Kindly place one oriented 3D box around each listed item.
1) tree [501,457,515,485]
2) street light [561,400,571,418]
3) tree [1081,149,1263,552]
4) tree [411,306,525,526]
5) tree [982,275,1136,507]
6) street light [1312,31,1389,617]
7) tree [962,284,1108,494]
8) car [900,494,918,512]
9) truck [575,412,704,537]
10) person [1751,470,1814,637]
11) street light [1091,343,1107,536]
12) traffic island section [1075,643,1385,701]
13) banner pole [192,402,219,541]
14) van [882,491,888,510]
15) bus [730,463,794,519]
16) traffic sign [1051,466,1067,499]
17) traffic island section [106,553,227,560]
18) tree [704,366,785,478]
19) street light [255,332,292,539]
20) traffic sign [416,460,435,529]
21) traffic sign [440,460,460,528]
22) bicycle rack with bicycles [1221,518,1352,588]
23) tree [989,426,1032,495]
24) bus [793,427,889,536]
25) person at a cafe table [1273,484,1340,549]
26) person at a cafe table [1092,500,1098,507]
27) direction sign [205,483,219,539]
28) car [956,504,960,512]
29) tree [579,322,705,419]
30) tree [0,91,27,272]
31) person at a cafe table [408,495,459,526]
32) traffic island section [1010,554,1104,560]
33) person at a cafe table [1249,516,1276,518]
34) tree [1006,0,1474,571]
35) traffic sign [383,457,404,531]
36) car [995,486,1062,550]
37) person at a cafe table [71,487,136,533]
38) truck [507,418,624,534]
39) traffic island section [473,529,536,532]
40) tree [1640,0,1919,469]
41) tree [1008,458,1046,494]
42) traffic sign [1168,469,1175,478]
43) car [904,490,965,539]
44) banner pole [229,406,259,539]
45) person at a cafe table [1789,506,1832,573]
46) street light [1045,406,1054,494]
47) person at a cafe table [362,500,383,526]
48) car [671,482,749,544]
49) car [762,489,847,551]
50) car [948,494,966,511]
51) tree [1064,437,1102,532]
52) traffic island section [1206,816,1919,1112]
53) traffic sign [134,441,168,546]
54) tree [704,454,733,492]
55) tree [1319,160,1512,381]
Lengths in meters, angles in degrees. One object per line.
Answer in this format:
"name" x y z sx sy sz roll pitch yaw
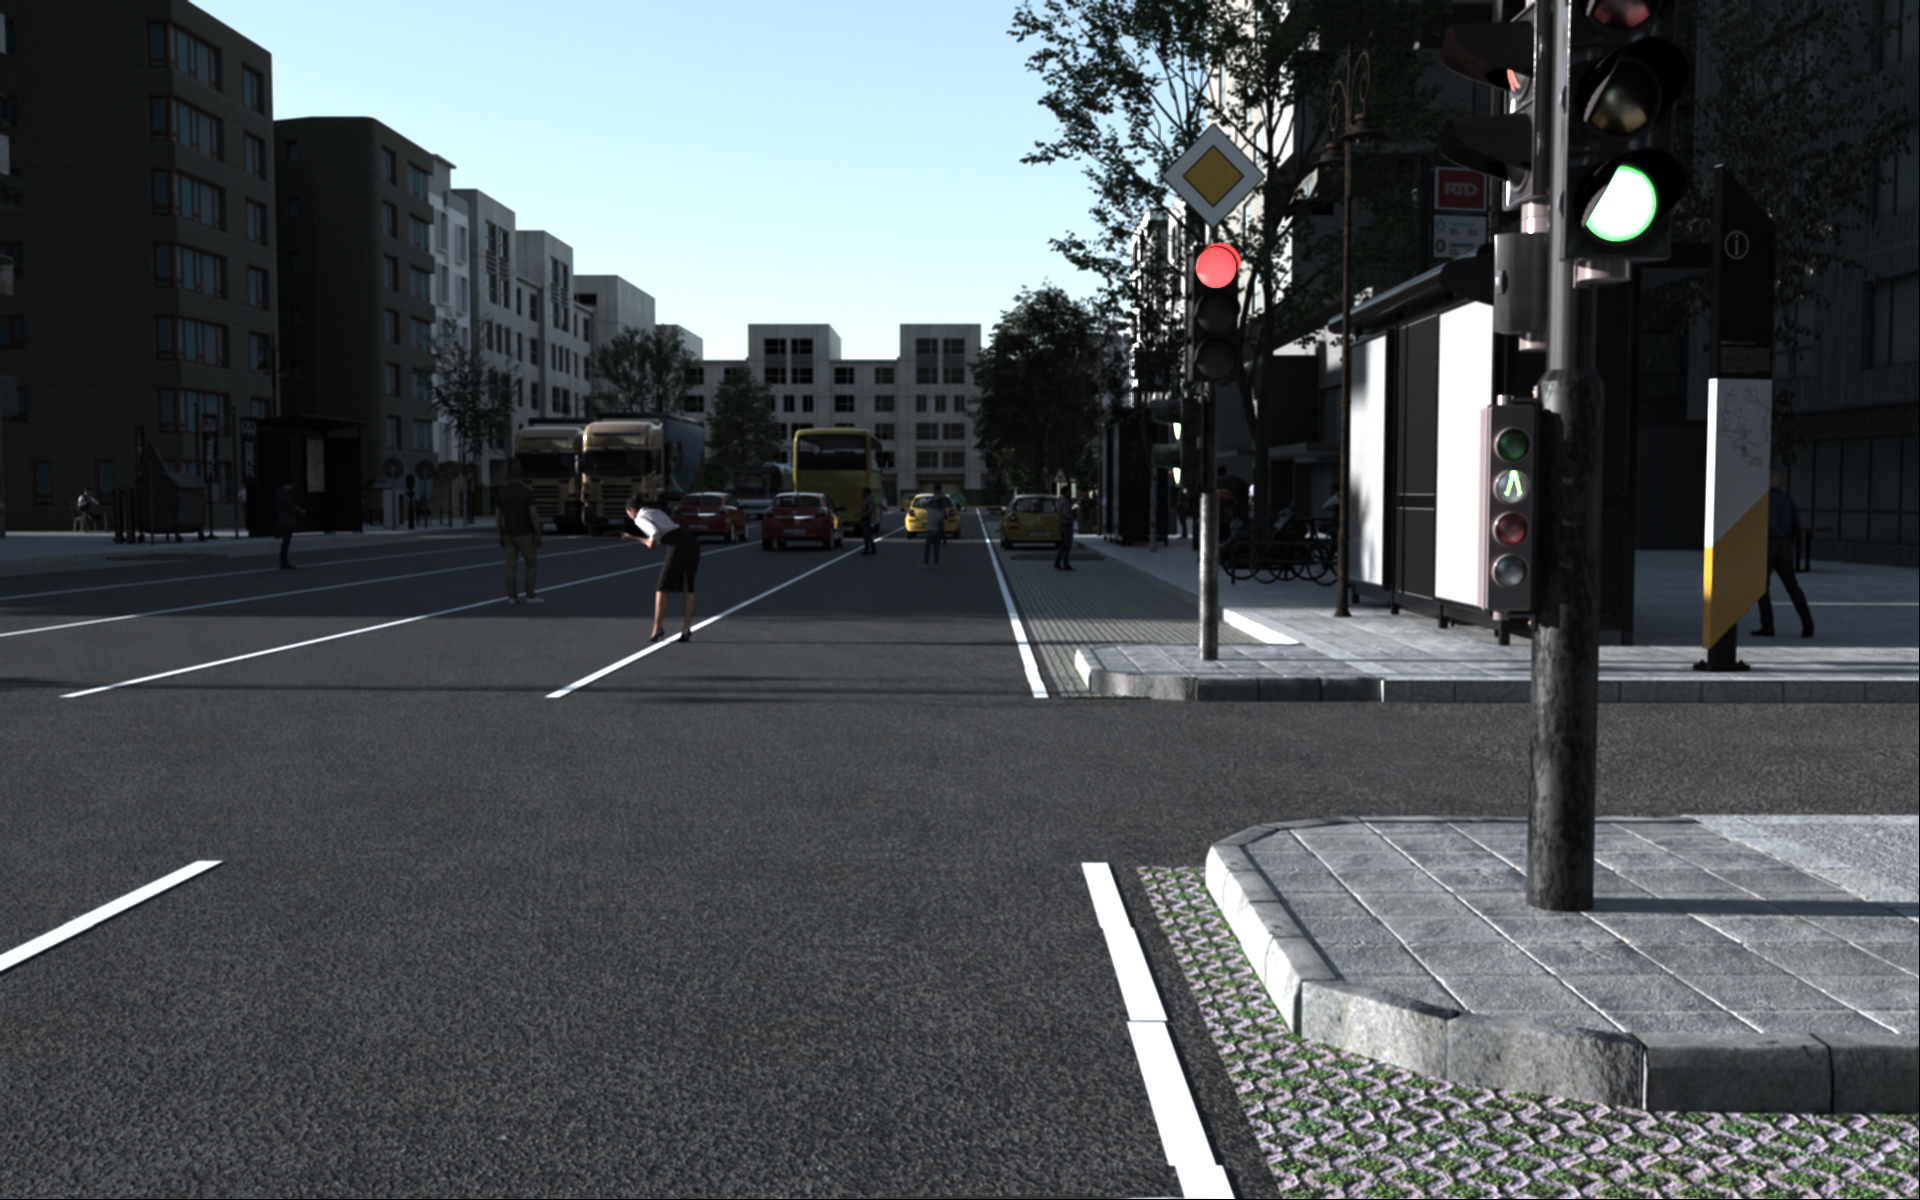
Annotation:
"tree" -19.540 -5.103 78.030 1.663 3.219 1.824 0 3 0
"street light" -19.331 -6.871 85.130 0.468 5.910 1.993 0 4 0
"tree" 4.457 -5.372 38.191 4.360 8.622 3.978 0 3 0
"tree" -19.530 -7.253 68.947 4.360 8.622 3.978 0 3 0
"tree" 4.424 -8.571 74.542 7.601 10.594 8.767 0 4 -4
"street light" 4.006 -2.763 17.961 0.468 5.910 1.993 0 4 0
"tree" 4.897 -12.241 106.800 9.857 13.997 8.962 0 3 0
"car" -3.978 -8.075 142.243 2.015 1.641 3.980 0 4 1
"truck" -11.176 -4.438 61.482 2.839 4.237 11.283 0 4 1
"person" 7.403 -0.425 15.682 0.574 1.496 0.600 1 4 18
"street light" 4.281 -4.907 53.016 0.468 5.910 1.993 0 4 0
"traffic island section" 1.944 0.542 13.419 2.009 0.180 2.903 0 4 0
"banner pole" -20.685 -3.515 47.491 0.401 3.779 0.863 2 4 33
"van" -7.395 -8.970 153.674 2.013 2.044 4.112 0 4 2
"bus" -10.904 -6.409 99.640 2.948 3.499 13.247 0 4 1
"traffic sign" 4.690 -4.950 80.936 0.884 2.594 0.081 0 4 2
"traffic island section" -17.365 -0.938 38.211 1.991 0.108 1.994 0 4 0
"tree" -19.376 -14.386 153.337 7.486 12.596 7.792 0 3 0
"street light" -19.624 -4.700 49.639 0.468 5.910 1.993 0 4 0
"traffic sign" -19.865 -3.928 64.336 0.768 2.556 0.104 1 4 8
"traffic sign" -19.299 -4.004 65.568 0.768 2.556 0.104 0 4 2
"bicycle rack with bicycles" 5.059 -0.712 25.026 2.925 0.926 2.852 3 4 36
"tree" 4.876 -12.679 157.660 4.737 8.622 4.395 0 3 0
"bus" -4.203 -4.328 62.317 2.896 3.916 12.252 0 4 0
"person at a cafe table" 8.415 -1.929 40.051 1.622 1.524 1.698 3 5 45
"person at a cafe table" 5.746 -3.352 65.672 1.726 1.238 1.698 -3 5 -42
"direction sign" -21.345 -3.503 49.273 0.379 3.537 0.876 0 4 -5
"car" -0.964 -4.071 79.138 1.945 1.354 3.894 0 4 -2
"tree" -19.315 -10.976 105.210 9.928 11.665 9.643 0 3 0
"tree" -19.990 -6.811 29.491 7.486 12.596 7.792 0 3 0
"person at a cafe table" -21.826 -3.692 71.232 1.698 1.238 1.726 -3 5 -45
"traffic island section" 2.107 -0.932 38.098 1.991 0.108 1.994 0 4 0
"person at a cafe table" 6.805 -1.963 42.952 1.726 1.238 1.698 0 4 -2
"tree" 4.945 -6.320 29.086 9.928 11.665 9.643 0 3 0
"traffic sign" -19.703 -3.678 60.234 0.768 2.556 0.104 0 4 6
"car" 1.949 -2.149 45.363 2.015 1.641 3.980 0 4 -1
"person at a cafe table" -28.492 -2.977 57.184 1.622 1.524 1.698 1 4 8
"truck" -14.625 -4.708 65.890 2.839 4.237 11.283 0 4 0
"traffic island section" -17.165 -2.610 65.536 1.991 0.108 1.994 0 4 0
"tree" 9.701 -4.331 21.169 4.360 8.622 3.978 0 3 0
"tree" 5.282 -9.447 138.169 4.285 4.588 4.351 0 3 0
"traffic sign" 6.446 -3.295 53.979 0.768 2.556 0.104 1 4 9
"car" -0.846 -2.817 56.279 2.015 1.641 3.980 0 4 1
"banner pole" -20.412 -3.630 49.376 0.863 3.779 0.401 -2 4 -29
"person at a cafe table" 13.701 -1.116 29.113 1.698 1.238 1.726 3 4 37
"street light" 4.538 -7.051 88.071 0.468 5.910 1.993 0 4 0
"person at a cafe table" -24.236 -3.765 70.074 1.698 1.524 1.622 1 4 16
"car" -7.426 -2.605 51.625 2.155 1.783 4.494 0 4 1
"car" -4.087 -2.227 45.445 2.155 1.783 4.494 0 4 1
"car" -0.432 -8.262 143.880 1.959 1.807 4.718 0 4 -1
"tree" 4.403 -3.942 59.049 1.663 3.219 1.824 0 3 0
"traffic island section" 1.888 1.030 5.434 2.009 0.180 2.903 0 4 0
"traffic sign" -19.952 -2.613 42.726 0.884 2.594 0.081 0 4 6
"tree" -20.032 -9.626 141.103 4.285 4.588 4.351 0 3 0
"tree" 9.913 -5.283 36.737 4.360 8.622 3.978 0 3 0
